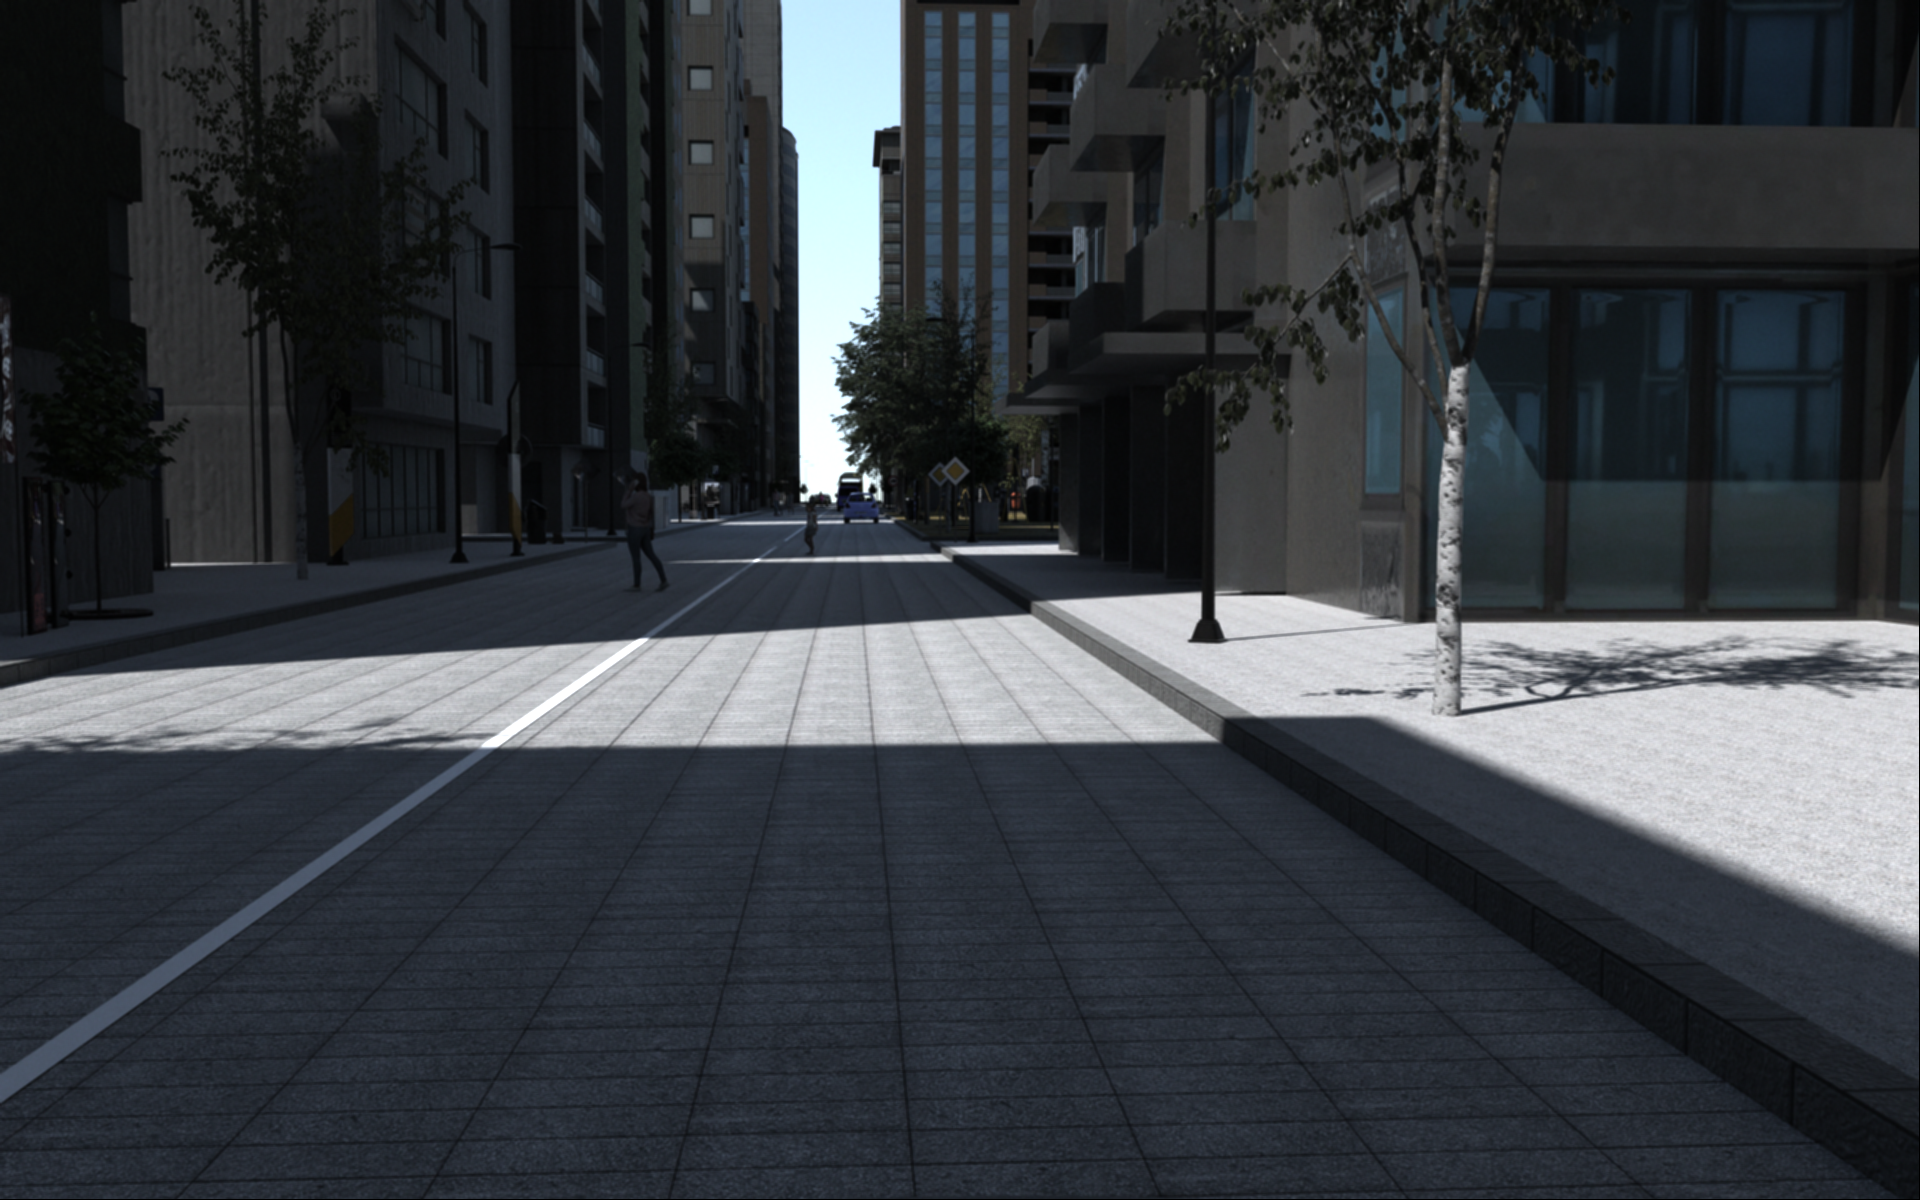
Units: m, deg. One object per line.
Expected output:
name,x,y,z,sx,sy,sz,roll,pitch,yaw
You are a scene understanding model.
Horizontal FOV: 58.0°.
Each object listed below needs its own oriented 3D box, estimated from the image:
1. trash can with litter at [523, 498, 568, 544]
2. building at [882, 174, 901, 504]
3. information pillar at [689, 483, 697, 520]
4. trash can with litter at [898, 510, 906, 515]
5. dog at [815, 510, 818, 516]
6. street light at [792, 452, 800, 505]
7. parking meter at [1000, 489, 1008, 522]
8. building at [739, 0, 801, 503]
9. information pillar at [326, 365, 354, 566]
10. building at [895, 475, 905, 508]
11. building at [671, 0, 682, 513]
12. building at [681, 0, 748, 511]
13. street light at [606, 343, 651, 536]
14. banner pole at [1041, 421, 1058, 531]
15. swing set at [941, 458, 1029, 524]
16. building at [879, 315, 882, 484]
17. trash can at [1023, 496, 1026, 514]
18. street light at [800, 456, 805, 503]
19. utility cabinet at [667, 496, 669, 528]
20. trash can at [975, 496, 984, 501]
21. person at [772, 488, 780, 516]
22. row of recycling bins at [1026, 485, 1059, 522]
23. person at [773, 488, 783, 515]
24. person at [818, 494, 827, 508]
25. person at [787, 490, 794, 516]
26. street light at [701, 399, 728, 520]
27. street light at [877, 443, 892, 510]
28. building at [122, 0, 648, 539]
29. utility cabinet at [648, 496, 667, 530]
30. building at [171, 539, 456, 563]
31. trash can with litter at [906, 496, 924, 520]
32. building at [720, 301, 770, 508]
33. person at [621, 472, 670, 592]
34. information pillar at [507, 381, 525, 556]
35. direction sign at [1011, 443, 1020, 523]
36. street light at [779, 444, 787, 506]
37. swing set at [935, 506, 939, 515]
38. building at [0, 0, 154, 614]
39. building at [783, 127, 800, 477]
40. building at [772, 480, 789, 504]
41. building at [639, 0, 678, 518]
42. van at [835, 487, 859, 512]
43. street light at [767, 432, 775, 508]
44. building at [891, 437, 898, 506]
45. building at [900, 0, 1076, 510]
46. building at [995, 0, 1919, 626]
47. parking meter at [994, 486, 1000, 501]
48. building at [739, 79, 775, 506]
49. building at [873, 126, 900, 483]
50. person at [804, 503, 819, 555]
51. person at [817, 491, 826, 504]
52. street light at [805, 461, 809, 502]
trash can with litter,-10.670,-2.031,44.587,1.055,1.170,0.624,-2,4,-24
building,-3.021,-33.048,223.932,14.154,41.232,14.086,0,4,-4
information pillar,-13.445,-5.063,87.278,0.304,2.012,0.304,2,4,28
trash can with litter,-3.314,-5.916,108.110,1.055,1.170,0.624,-1,4,-16
dog,-9.595,-5.758,114.337,0.550,0.427,0.748,0,4,5
street light,-18.738,-13.378,191.272,1.470,5.913,1.316,0,4,-4
parking meter,2.040,-4.387,80.132,0.372,1.533,0.369,0,3,0
building,-33.200,-49.354,245.193,20.563,71.187,20.611,0,4,-4
information pillar,-11.185,-2.438,31.214,0.183,3.616,0.504,2,4,33
building,10.218,-28.724,161.517,32.217,40.220,23.993,0,4,-4
building,-25.315,-28.151,110.386,14.600,45.320,14.200,0,4,-4
building,-31.553,-33.685,139.984,28.713,52.752,27.495,0,4,-4
street light,-10.188,-4.934,53.219,1.470,5.913,1.316,0,4,-4
banner pole,3.024,-4.252,59.540,0.401,3.779,0.863,3,5,41
swing set,1.205,-4.745,75.199,3.119,2.851,2.862,-1,4,-22
building,-1.649,-37.856,273.572,22.147,44.769,28.867,0,4,-4
trash can,4.268,-5.991,109.611,0.748,1.137,0.748,0,3,0
street light,-20.022,-14.666,212.329,1.470,5.913,1.316,0,4,-4
utility cabinet,-11.217,-3.321,65.461,0.306,1.237,1.020,0,4,-2
trash can,1.435,-7.033,126.634,0.748,1.137,0.748,0,3,0
person,-11.918,-6.332,112.030,0.555,1.821,0.388,-3,4,-39
row of recycling bins,4.761,-4.494,80.591,3.534,1.692,1.069,-1,4,-18
person,-12.569,-6.776,119.156,0.748,1.841,0.638,3,5,41
person,-14.185,-10.208,178.622,0.991,1.433,0.599,-1,4,-20
person,-11.245,-6.462,114.910,0.466,1.731,0.760,1,4,10
street light,-12.020,-6.863,84.755,1.470,5.913,1.316,0,4,-4
street light,-6.308,-10.328,141.411,1.470,5.913,1.316,0,4,-4
building,-18.758,-22.968,59.120,14.154,41.232,14.086,0,4,-4
utility cabinet,-10.940,-3.123,62.223,0.306,1.237,1.020,1,4,10
building,-18.011,-21.646,37.504,14.086,41.232,14.154,0,4,-4
trash can with litter,-2.115,-4.717,88.511,0.624,1.170,1.055,-2,4,-30
building,-33.142,-19.816,169.037,27.650,21.520,28.899,0,4,-4
person,-4.620,-1.000,25.440,0.643,1.750,0.593,1,4,19
information pillar,-9.177,-2.712,35.689,0.183,3.616,0.504,0,4,6
direction sign,2.499,-5.249,77.818,0.379,3.537,0.876,-1,4,-16
street light,-16.882,-11.494,160.472,1.470,5.913,1.316,0,4,-4
swing set,0.389,-6.532,104.421,2.862,2.851,3.119,-2,4,-24
building,-17.076,-14.840,14.344,14.160,30.474,14.107,0,4,-4
building,-36.031,-44.515,269.816,21.231,58.520,28.212,0,4,-4
building,-38.520,-32.484,222.987,32.217,40.220,23.993,0,4,-4
building,-22.368,-19.399,88.867,14.160,30.474,14.107,0,4,-4
van,-9.208,-8.479,143.021,2.240,2.365,5.245,0,4,-4
street light,-14.845,-9.611,129.684,1.470,5.913,1.316,0,4,-4
building,3.983,-53.489,187.215,22.319,86.520,31.000,0,4,-4
building,2.236,-30.071,141.768,14.600,45.320,14.200,0,4,-4
building,13.139,-25.051,29.189,23.786,49.044,30.456,0,4,-4
parking meter,2.445,-6.693,115.145,0.399,1.863,0.255,-1,4,-10
building,-27.786,-33.080,190.963,14.600,45.320,14.200,0,4,-4
building,2.214,-40.131,245.385,28.713,52.752,27.495,0,4,-4
person,-3.466,-1.677,40.929,0.382,1.210,0.505,-3,4,-36
person,-15.203,-11.054,190.018,1.217,1.735,0.721,2,4,32
street light,-21.947,-16.550,243.125,1.470,5.913,1.316,0,4,-4
